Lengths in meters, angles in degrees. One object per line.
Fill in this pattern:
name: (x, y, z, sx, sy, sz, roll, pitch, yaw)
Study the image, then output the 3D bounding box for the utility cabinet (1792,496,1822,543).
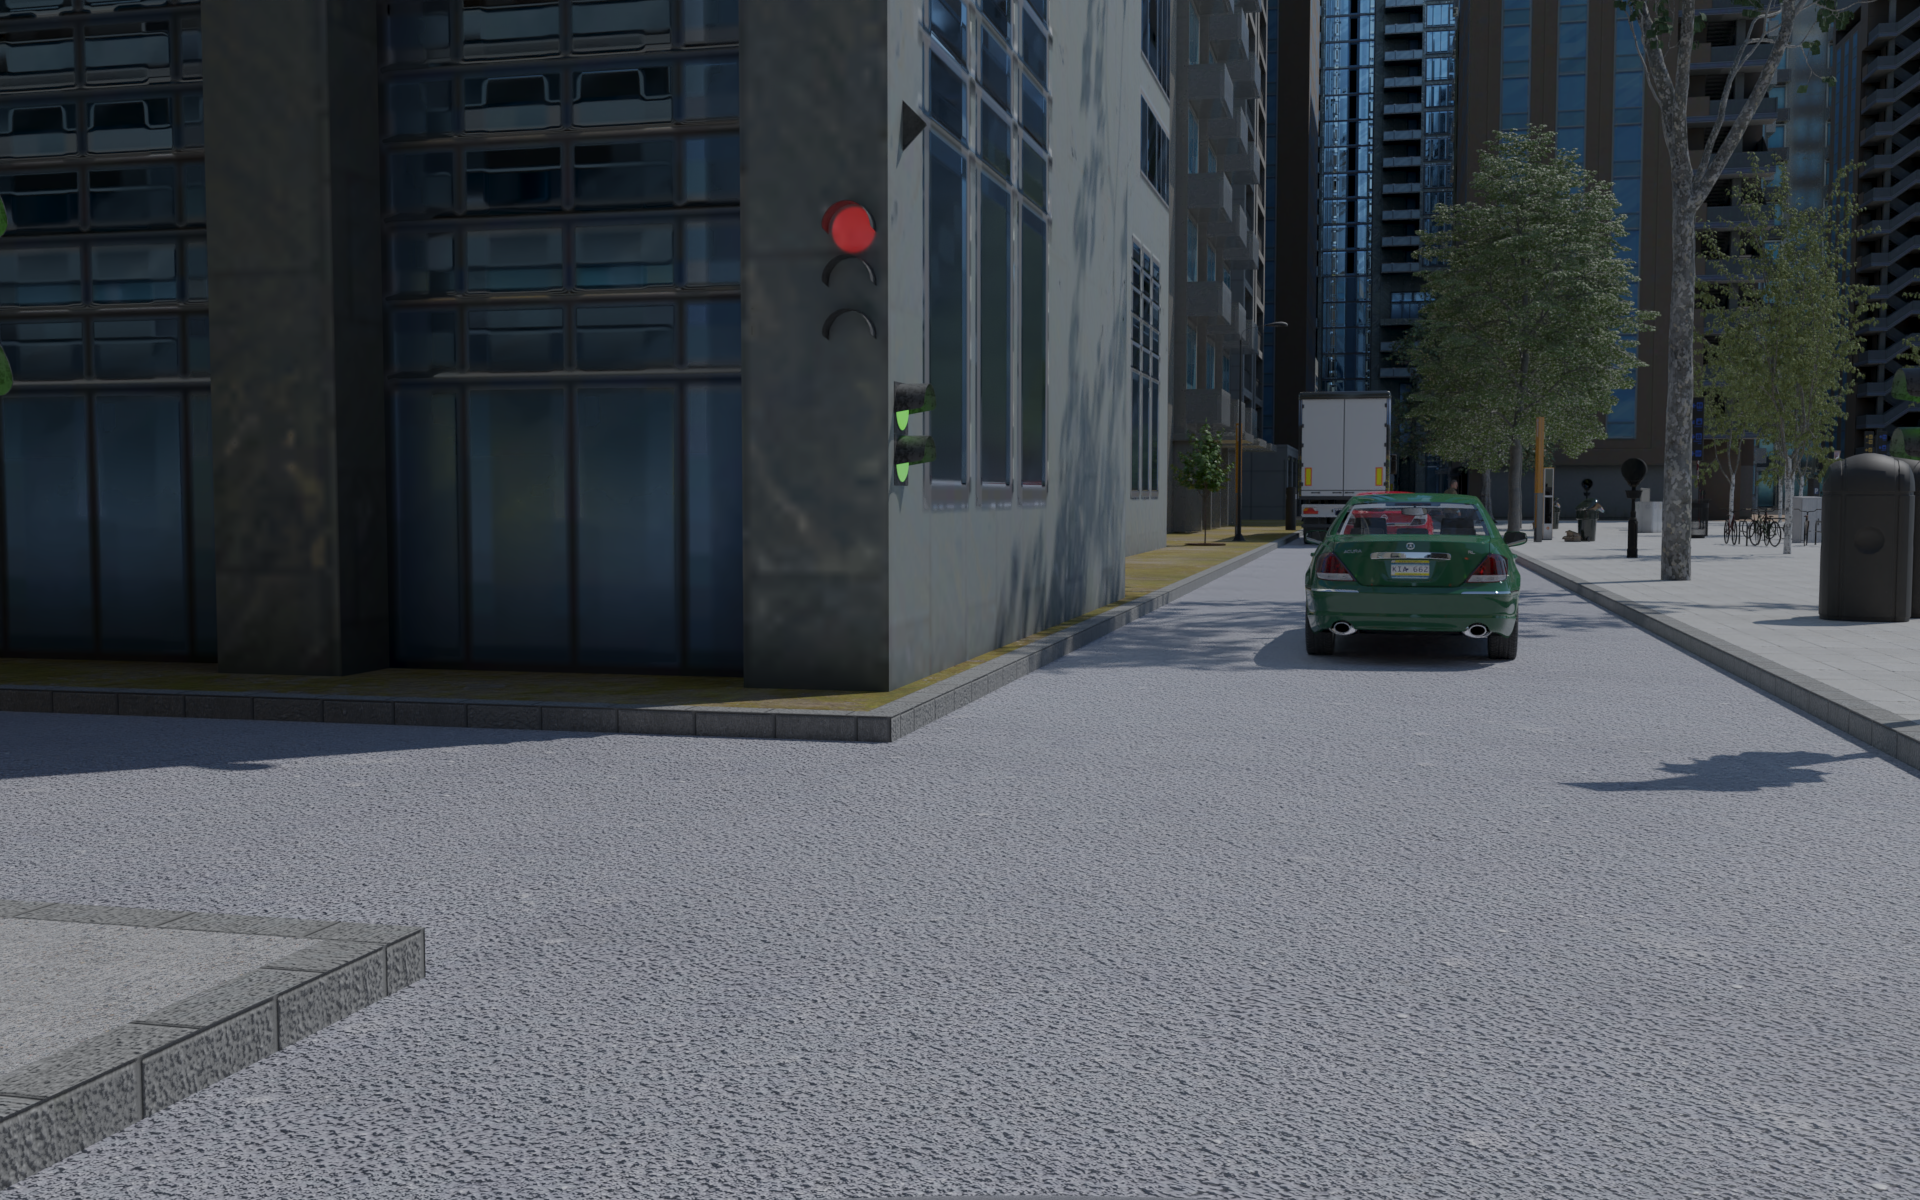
utility cabinet: (22.304, -2.100, 45.492, 1.020, 1.237, 0.306, -2, 4, -30)

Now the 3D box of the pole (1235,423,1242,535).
pole: (8.036, -3.433, 49.979, 0.158, 3.312, 0.155, 0, 3, 0)

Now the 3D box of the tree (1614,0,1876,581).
tree: (11.638, -10.287, 24.087, 12.611, 20.169, 13.585, 0, 3, 0)

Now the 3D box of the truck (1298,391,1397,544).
truck: (11.824, -3.901, 52.690, 2.839, 4.237, 11.283, 1, 4, 14)

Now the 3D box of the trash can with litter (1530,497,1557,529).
trash can with litter: (21.323, -3.163, 63.104, 1.055, 1.170, 0.624, 1, 4, 23)

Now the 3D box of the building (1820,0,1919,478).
building: (79.250, -29.929, 139.455, 14.200, 45.320, 14.600, 1, 4, 14)

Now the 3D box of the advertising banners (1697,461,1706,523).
advertising banners: (27.125, -4.112, 63.427, 0.090, 3.025, 2.074, 1, 4, 16)

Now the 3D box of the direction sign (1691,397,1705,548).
direction sign: (17.074, -2.985, 40.799, 0.379, 3.537, 0.876, -3, 4, -38)

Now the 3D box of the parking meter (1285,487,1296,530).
parking meter: (11.771, -3.254, 61.611, 0.372, 1.533, 0.369, 0, 3, 0)

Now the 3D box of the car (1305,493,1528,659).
car: (4.346, -0.294, 16.600, 2.131, 1.459, 4.920, 1, 4, 15)

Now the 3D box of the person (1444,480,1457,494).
person: (13.994, -2.504, 49.346, 0.656, 1.842, 0.836, 3, 4, 38)

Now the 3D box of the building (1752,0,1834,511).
building: (81.966, -33.432, 166.227, 30.456, 49.044, 23.786, 1, 4, 14)

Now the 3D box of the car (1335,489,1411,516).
car: (8.752, -1.617, 35.470, 2.155, 1.783, 4.494, 1, 4, 15)

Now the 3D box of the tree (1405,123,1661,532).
tree: (17.685, -8.289, 53.659, 7.486, 12.596, 7.792, 0, 3, 0)

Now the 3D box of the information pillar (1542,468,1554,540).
information pillar: (16.300, -2.674, 48.205, 0.304, 2.012, 0.304, -1, 4, -12)

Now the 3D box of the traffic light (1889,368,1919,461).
traffic light: (5.822, -1.282, 9.885, 0.839, 4.253, 0.868, 1, 4, 14)

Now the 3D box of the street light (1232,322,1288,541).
street light: (8.147, -4.555, 47.018, 1.470, 5.913, 1.316, 1, 4, 14)

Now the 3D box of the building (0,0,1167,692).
building: (-7.609, -43.645, 26.262, 22.319, 86.520, 31.000, 1, 4, 14)

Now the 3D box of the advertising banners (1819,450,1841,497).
advertising banners: (34.532, -4.455, 69.034, 2.074, 3.025, 0.090, -2, 4, -35)

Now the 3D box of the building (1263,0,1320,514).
building: (15.993, -28.301, 112.826, 14.600, 45.320, 14.200, 1, 4, 14)

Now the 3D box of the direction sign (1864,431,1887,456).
direction sign: (33.111, -4.325, 62.712, 0.876, 3.537, 0.379, 0, 4, -8)

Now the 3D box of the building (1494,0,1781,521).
building: (33.303, -26.898, 89.899, 14.600, 45.320, 14.200, 1, 4, 14)

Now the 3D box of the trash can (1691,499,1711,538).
trash can: (21.388, -2.361, 50.260, 0.748, 1.137, 0.748, 0, 3, 0)

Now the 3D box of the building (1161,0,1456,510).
building: (37.777, -52.751, 175.152, 31.000, 86.520, 22.319, 1, 4, 14)

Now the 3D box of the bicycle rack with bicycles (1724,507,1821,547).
bicycle rack with bicycles: (20.275, -1.810, 42.982, 2.852, 0.926, 2.925, 1, 4, 20)

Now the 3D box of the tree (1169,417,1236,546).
tree: (6.231, -2.974, 43.228, 1.663, 3.219, 1.824, 0, 3, 0)

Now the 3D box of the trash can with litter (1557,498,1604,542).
trash can with litter: (16.739, -2.152, 46.566, 1.055, 1.170, 0.624, -2, 4, -31)

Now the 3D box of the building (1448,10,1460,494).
building: (36.770, -20.327, 104.050, 14.160, 30.474, 14.107, 1, 4, 14)

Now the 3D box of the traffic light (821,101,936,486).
traffic light: (-0.603, -1.377, 11.440, 0.839, 4.253, 0.868, 1, 4, 14)

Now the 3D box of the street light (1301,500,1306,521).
street light: (16.706, -6.635, 81.020, 1.470, 5.913, 1.316, 1, 4, 14)

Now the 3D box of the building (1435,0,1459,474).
building: (50.859, -31.727, 138.349, 23.786, 49.044, 30.456, 1, 4, 14)

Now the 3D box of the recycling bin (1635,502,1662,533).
recycling bin: (22.806, -2.748, 57.482, 0.722, 1.027, 0.722, -3, 5, -43)

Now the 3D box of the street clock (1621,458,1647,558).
street clock: (13.523, -1.848, 34.784, 0.471, 2.002, 0.358, 2, 4, 29)

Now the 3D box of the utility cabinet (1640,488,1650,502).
utility cabinet: (24.383, -3.239, 61.634, 0.318, 1.500, 1.173, 1, 4, 20)

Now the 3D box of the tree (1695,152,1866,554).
tree: (17.510, -5.279, 36.678, 4.737, 8.622, 4.395, 0, 3, 0)

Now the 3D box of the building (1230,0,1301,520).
building: (8.703, -40.225, 95.933, 20.563, 71.187, 20.611, 1, 4, 14)

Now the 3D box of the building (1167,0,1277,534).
building: (-0.380, -27.268, 65.437, 23.786, 49.044, 30.456, 1, 4, 14)

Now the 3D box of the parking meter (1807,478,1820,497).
parking meter: (31.791, -3.598, 64.535, 0.399, 1.863, 0.255, -2, 4, -27)

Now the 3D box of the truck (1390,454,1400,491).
truck: (30.738, -8.439, 126.891, 2.839, 4.237, 11.283, 1, 4, 15)

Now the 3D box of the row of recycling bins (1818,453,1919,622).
row of recycling bins: (10.229, -0.701, 18.581, 1.069, 1.692, 3.534, 3, 5, 45)

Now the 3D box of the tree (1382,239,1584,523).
tree: (22.962, -9.687, 75.391, 9.611, 12.733, 9.660, 0, 3, 0)

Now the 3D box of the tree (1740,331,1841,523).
tree: (36.847, -7.770, 77.399, 4.360, 8.622, 3.978, 0, 3, 0)

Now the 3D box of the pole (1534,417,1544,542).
pole: (15.358, -3.186, 45.941, 0.158, 3.312, 0.155, 0, 3, 0)

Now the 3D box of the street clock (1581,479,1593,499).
street clock: (29.303, -4.673, 80.969, 0.471, 2.002, 0.358, 0, 4, 4)

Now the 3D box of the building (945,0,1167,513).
building: (16.689, -51.179, 149.441, 31.000, 86.520, 22.319, 1, 4, 14)

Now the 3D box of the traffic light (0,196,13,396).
traffic light: (-2.507, -0.903, 3.685, 0.839, 4.253, 0.868, 1, 4, 14)
